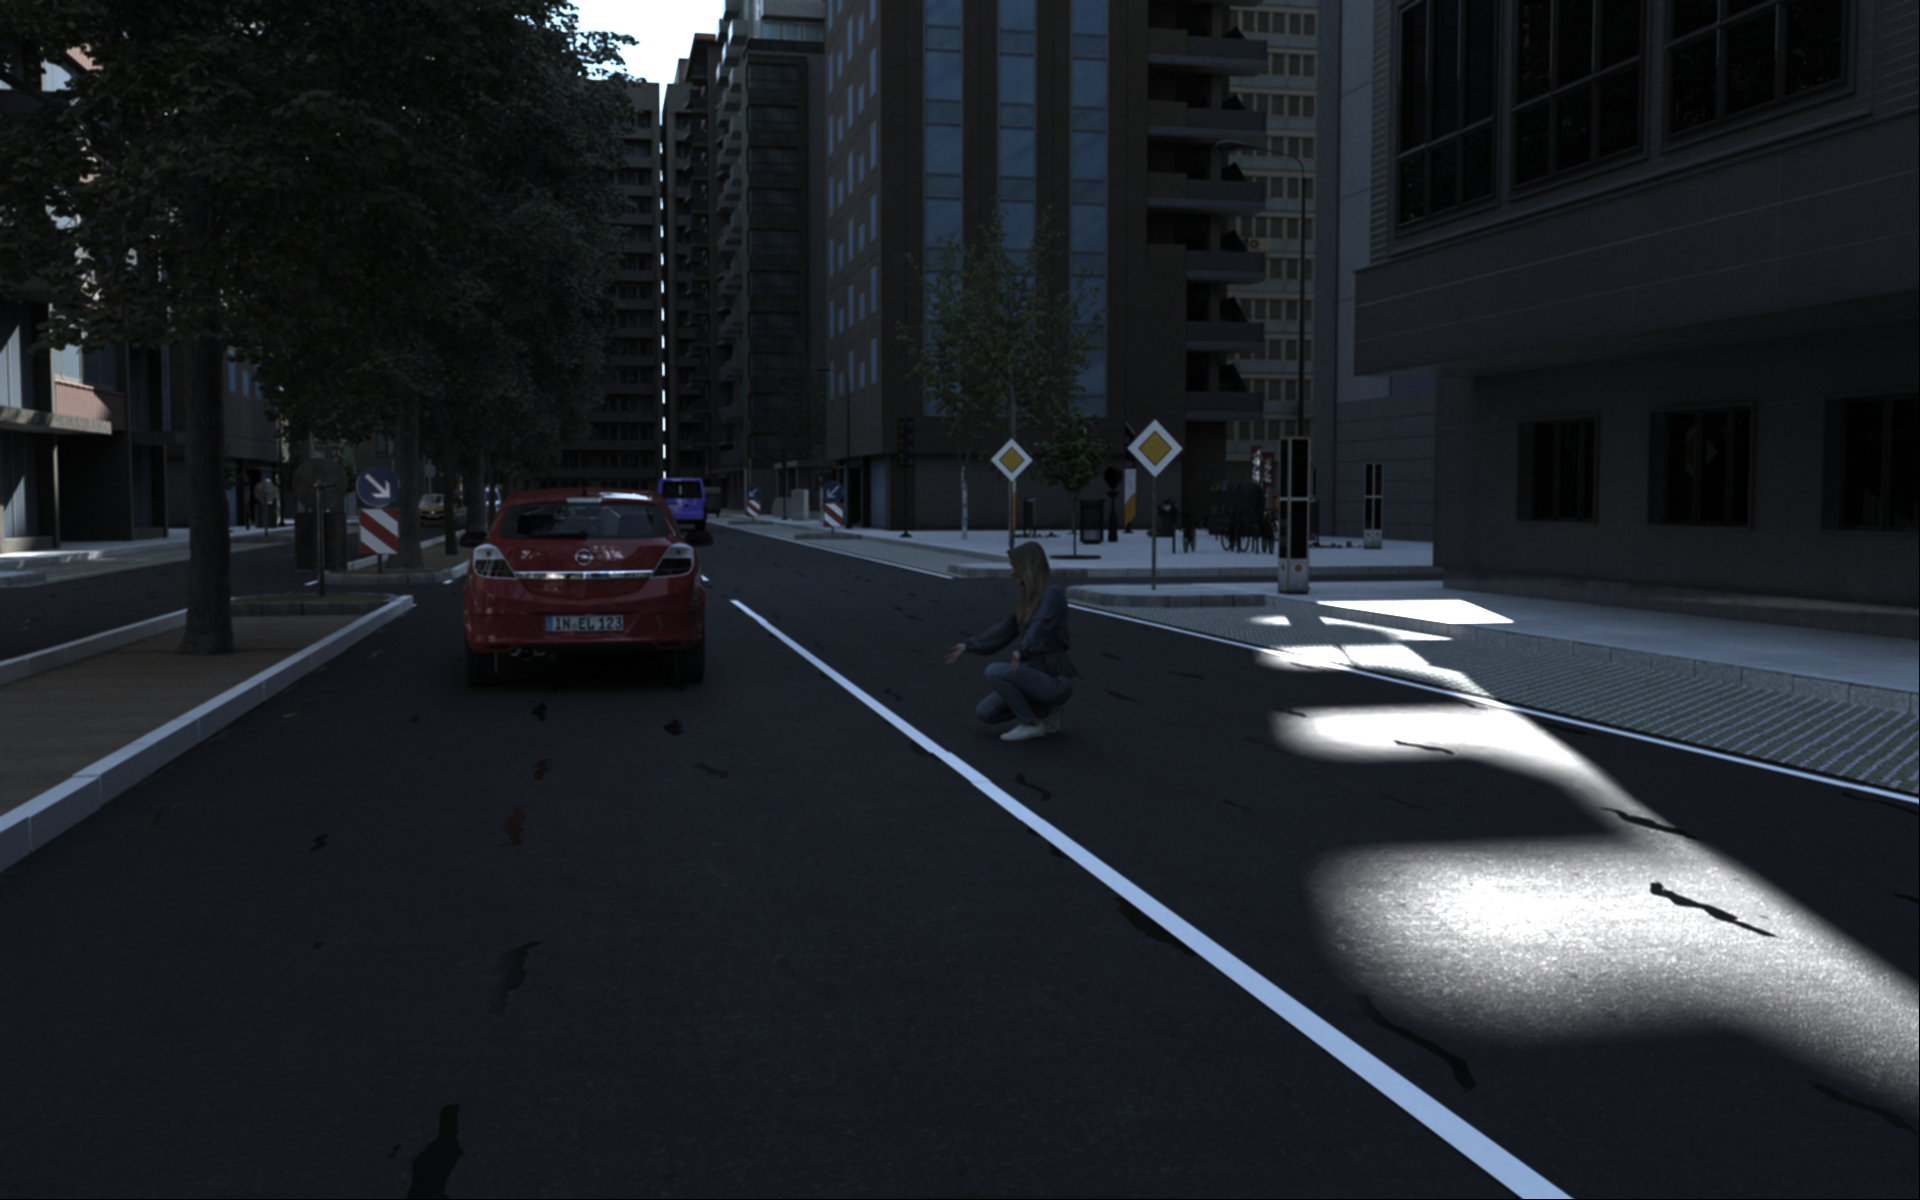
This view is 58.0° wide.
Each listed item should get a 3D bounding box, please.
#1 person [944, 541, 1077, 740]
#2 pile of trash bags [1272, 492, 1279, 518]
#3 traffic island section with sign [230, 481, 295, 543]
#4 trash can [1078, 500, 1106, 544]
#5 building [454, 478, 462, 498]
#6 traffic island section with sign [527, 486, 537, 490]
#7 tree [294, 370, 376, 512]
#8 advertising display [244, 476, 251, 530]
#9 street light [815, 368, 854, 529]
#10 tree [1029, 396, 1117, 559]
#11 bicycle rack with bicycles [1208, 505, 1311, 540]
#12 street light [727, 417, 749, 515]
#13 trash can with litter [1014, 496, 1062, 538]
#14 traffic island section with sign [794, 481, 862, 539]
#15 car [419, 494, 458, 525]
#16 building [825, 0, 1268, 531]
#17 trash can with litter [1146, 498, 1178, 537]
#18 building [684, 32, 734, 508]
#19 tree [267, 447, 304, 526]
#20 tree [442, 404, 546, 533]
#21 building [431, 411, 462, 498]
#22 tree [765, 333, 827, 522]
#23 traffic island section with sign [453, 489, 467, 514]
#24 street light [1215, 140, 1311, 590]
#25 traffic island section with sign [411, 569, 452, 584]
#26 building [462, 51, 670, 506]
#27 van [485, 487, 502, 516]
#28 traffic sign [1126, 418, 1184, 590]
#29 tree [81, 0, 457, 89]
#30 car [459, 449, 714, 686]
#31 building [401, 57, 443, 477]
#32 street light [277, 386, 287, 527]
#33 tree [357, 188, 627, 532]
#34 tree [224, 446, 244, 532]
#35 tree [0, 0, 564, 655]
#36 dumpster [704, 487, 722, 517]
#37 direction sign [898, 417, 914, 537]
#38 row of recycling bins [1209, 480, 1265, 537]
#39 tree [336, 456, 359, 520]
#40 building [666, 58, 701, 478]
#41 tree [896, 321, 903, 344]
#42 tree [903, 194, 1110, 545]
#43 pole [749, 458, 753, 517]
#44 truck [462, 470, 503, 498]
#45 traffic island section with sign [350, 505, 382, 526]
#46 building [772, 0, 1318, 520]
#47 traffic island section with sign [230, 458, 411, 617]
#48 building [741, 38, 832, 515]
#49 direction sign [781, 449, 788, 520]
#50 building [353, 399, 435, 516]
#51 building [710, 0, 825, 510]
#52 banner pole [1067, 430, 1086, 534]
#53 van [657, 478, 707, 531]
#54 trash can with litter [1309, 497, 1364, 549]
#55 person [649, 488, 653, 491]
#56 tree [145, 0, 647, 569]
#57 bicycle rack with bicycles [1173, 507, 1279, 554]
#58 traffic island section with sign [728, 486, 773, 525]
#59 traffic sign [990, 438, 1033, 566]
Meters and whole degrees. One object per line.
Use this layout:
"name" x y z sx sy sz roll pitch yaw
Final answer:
"person" 0.338 0.236 10.138 0.738 1.151 1.012 0 4 -8
"pile of trash bags" 13.951 -4.508 83.457 3.447 1.369 1.912 0 4 -1
"traffic island section with sign" -20.674 -2.624 51.530 1.989 1.847 2.006 -1 4 -12
"trash can" 3.392 -2.014 44.582 0.748 1.137 0.748 0 3 0
"building" -67.882 -30.697 193.774 23.993 40.220 32.217 -1 4 -12
"traffic island section with sign" -25.193 -5.734 101.891 2.006 1.907 1.989 -1 4 -12
"tree" -30.129 -8.108 82.921 4.360 8.622 3.978 0 3 0
"advertising display" -25.589 -3.486 62.206 0.123 1.923 0.974 -1 4 -19
"street light" -4.656 -5.594 64.000 1.470 5.913 1.316 -1 4 -12
"tree" 2.161 -2.441 34.515 1.663 3.219 1.824 0 3 0
"bicycle rack with bicycles" 8.161 -2.073 47.284 2.852 0.926 2.925 0 4 -1
"street light" -13.350 -8.069 104.471 1.470 5.913 1.316 -1 4 -12
"trash can with litter" 2.388 -2.467 51.387 1.678 1.210 2.233 3 5 39
"traffic island section with sign" -4.263 -2.853 55.267 1.989 1.847 2.006 -1 4 -12
"car" -23.647 -4.150 78.076 2.015 1.641 3.980 -1 4 -13
"building" 2.572 -25.489 66.856 14.600 45.320 14.200 -1 4 -12
"trash can with litter" 5.991 -2.465 51.685 0.624 1.170 1.055 -3 5 -42
"building" -14.921 -31.309 166.523 22.147 44.769 28.867 -1 4 -12
"tree" -27.228 -4.676 71.050 1.663 3.219 1.824 0 3 0
"tree" -15.745 -6.386 57.226 4.737 8.622 4.395 0 3 0
"building" -55.351 -29.531 166.426 14.086 41.232 14.154 -1 4 -12
"tree" -6.517 -7.827 78.328 4.360 8.622 3.978 0 3 0
"traffic island section with sign" -36.992 -7.283 127.709 1.989 1.847 2.006 -1 4 -12
"street light" 4.034 -3.088 23.034 1.470 5.913 1.316 -1 4 -12
"traffic island section with sign" -9.451 -1.240 28.413 2.006 1.907 1.989 -1 4 -12
"building" -44.416 -34.864 193.721 21.600 48.544 21.300 -1 4 -12
"van" -26.097 -5.413 95.507 2.013 2.044 4.112 -1 4 -14
"traffic sign" 2.586 -1.189 23.084 0.795 2.450 0.064 -1 4 -12
"tree" -5.003 -4.362 8.186 8.767 10.594 7.601 -1 4 -12
"car" -3.122 -0.336 14.531 2.155 1.783 4.494 -1 4 -11
"building" -56.263 -33.579 138.261 28.713 52.752 27.495 -1 4 -12
"street light" -26.042 -5.827 67.815 1.470 5.913 1.316 -1 4 -12
"tree" -17.724 -9.326 65.303 12.009 13.543 11.850 0 3 0
"tree" -25.021 -3.895 58.285 1.663 3.219 1.824 0 3 0
"tree" -6.913 -5.806 15.519 7.486 12.596 7.792 0 3 0
"dumpster" -15.695 -6.044 107.037 1.865 1.857 1.264 -1 4 -13
"direction sign" -1.612 -3.637 51.464 0.379 3.537 0.876 -2 4 -32
"row of recycling bins" 8.552 -2.834 53.453 1.069 1.692 3.534 -1 4 -8
"tree" -30.810 -5.677 87.417 1.663 3.219 1.824 0 3 0
"building" -23.175 -35.145 198.320 21.600 48.544 21.300 -1 4 -12
"tree" 0.163 -6.010 48.633 4.737 8.622 4.395 0 3 0
"tree" 1.543 -5.697 43.501 4.737 8.622 4.395 0 3 0
"pole" -11.788 -6.342 97.538 0.158 3.312 0.155 0 3 0
"truck" -32.172 -7.528 118.999 3.469 3.379 9.791 -1 4 -13
"traffic island section with sign" -26.364 -4.251 78.139 1.989 1.847 2.006 -1 4 -12
"building" 6.325 -24.684 95.469 32.217 40.220 23.993 -1 4 -12
"traffic island section with sign" -7.910 -0.797 21.168 2.006 1.907 1.989 -1 4 -12
"building" -7.581 -21.000 115.049 14.160 30.474 14.107 -1 4 -12
"direction sign" -8.774 -5.784 86.564 0.379 3.537 0.876 0 4 6
"building" -49.682 -16.318 111.839 27.650 21.520 28.899 -1 4 -12
"building" -7.523 -31.687 137.696 23.786 49.044 30.456 -1 4 -12
"banner pole" 3.787 -4.013 55.623 0.401 3.779 0.863 3 5 44
"van" -11.128 -3.935 68.715 2.240 2.365 5.245 -1 4 -11
"trash can with litter" 8.725 -1.854 41.375 2.233 1.210 1.678 -1 4 -13
"person" -16.020 -4.933 89.998 0.563 1.720 0.643 -2 4 -31
"tree" -10.348 -7.507 31.852 9.857 13.997 8.962 0 3 0
"bicycle rack with bicycles" 5.727 -1.511 38.089 2.852 0.926 2.925 0 4 8
"traffic island section with sign" -9.920 -4.465 81.624 1.989 1.847 2.006 -1 4 -12
"traffic sign" 0.914 -1.667 30.892 0.795 2.450 0.064 -1 4 -12
